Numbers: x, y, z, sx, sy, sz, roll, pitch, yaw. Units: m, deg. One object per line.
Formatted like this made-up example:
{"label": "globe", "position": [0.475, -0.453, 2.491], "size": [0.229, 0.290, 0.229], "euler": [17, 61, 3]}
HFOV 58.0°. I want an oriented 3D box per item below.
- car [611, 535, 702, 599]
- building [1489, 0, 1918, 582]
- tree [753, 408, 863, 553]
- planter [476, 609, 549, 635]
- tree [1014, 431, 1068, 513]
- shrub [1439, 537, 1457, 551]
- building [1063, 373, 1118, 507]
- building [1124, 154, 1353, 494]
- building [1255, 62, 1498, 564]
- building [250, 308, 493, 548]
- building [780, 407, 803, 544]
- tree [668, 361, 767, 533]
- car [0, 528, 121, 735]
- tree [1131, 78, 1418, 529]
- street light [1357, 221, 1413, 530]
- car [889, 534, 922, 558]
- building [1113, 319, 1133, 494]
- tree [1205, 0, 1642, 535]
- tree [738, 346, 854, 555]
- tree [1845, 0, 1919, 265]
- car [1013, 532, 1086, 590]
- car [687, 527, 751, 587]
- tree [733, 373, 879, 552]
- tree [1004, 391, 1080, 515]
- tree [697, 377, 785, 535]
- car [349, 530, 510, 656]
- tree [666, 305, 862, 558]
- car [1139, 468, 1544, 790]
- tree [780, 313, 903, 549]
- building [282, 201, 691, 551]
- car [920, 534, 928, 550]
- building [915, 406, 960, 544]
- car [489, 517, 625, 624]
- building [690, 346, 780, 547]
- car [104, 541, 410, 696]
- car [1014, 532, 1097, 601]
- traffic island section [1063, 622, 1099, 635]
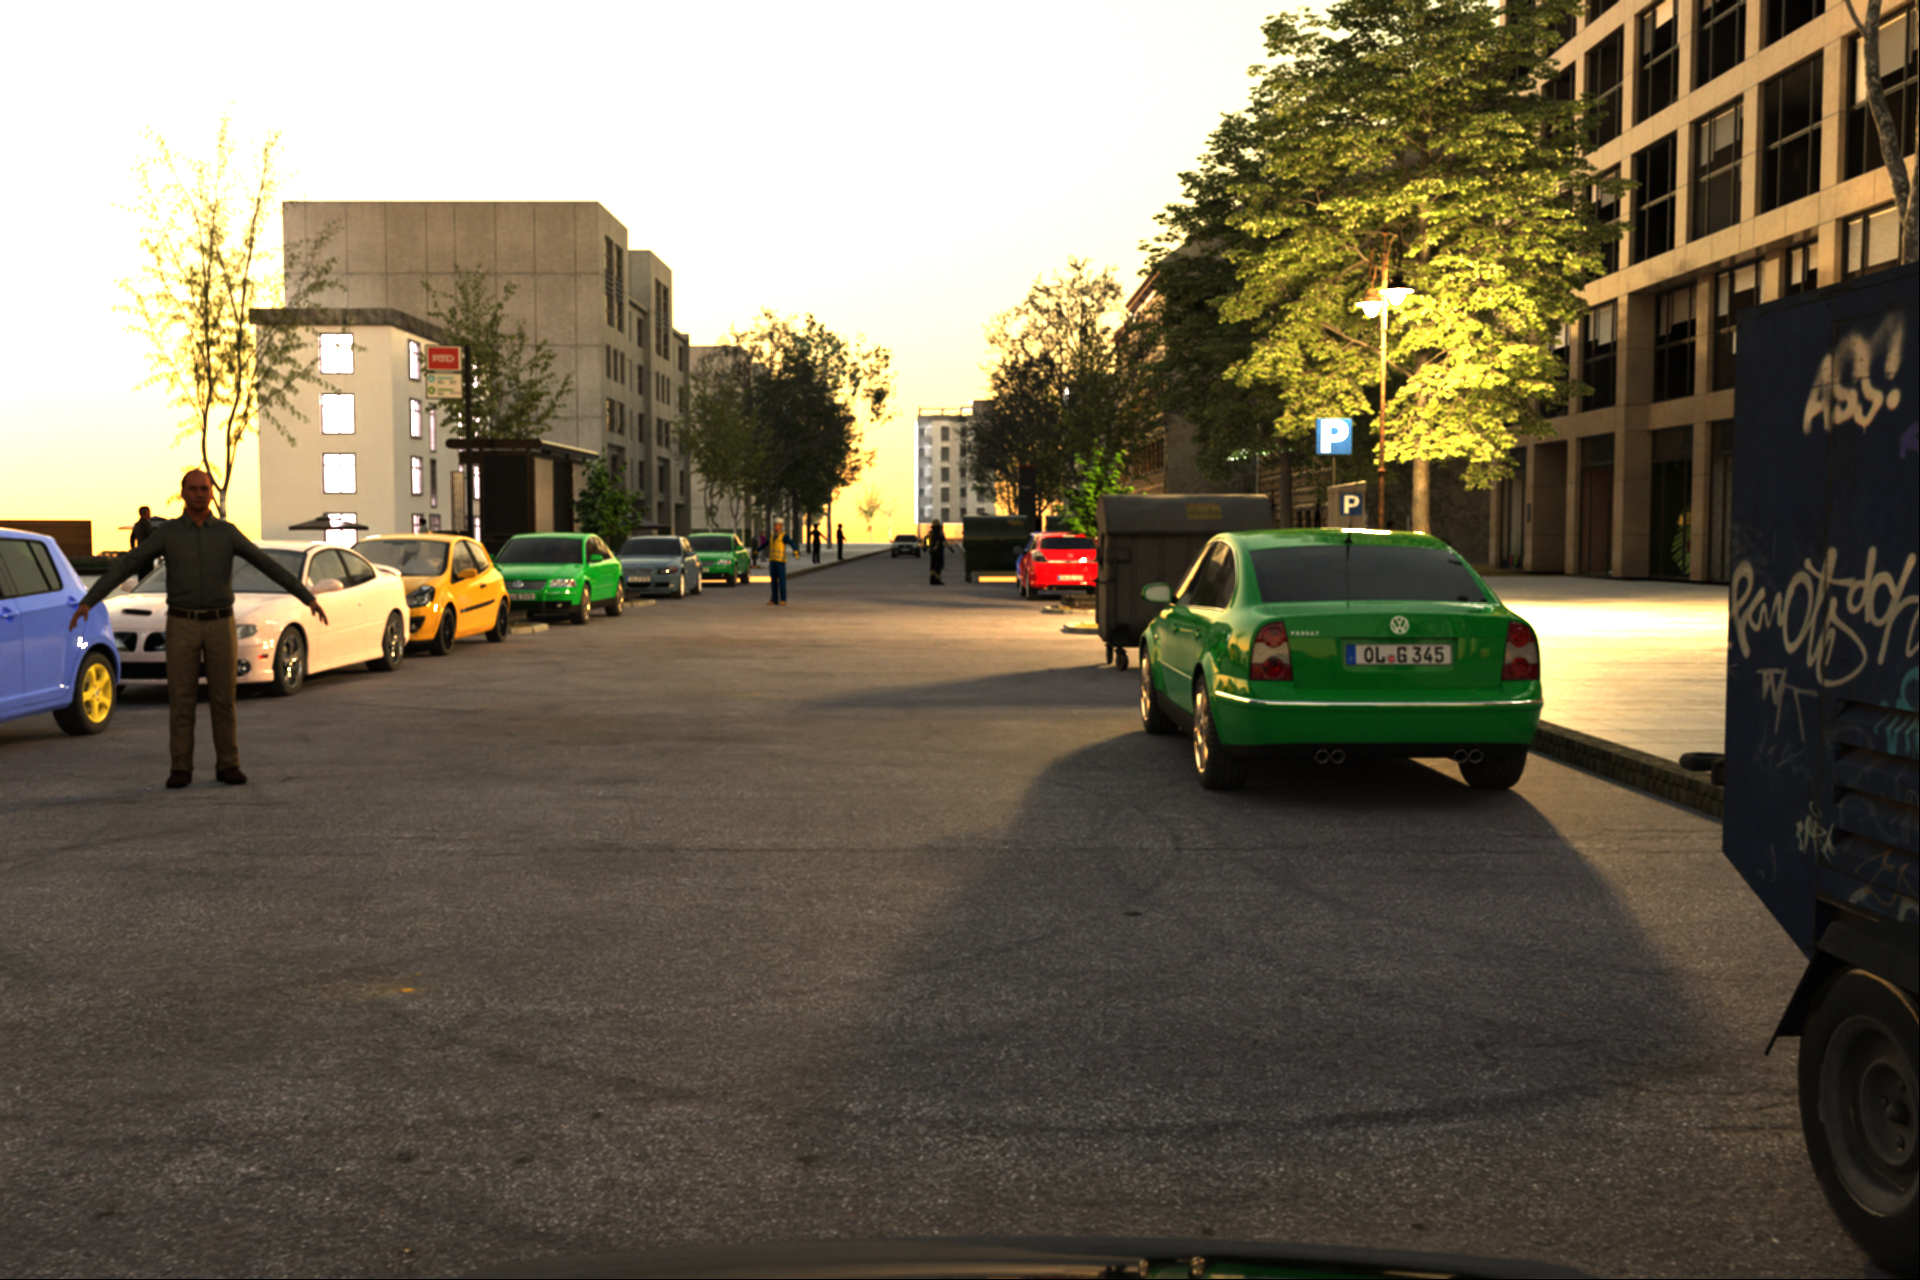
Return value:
{"label": "car", "position": [-7.028, -1.707, 39.918], "size": [2.014, 1.417, 4.499], "euler": [0, 4, 0]}
{"label": "building", "position": [27.722, -14.572, 41.461], "size": [19.350, 26.588, 34.151], "euler": [0, 4, 0]}
{"label": "tree", "position": [-10.142, -11.010, 114.432], "size": [8.767, 10.594, 7.601], "euler": [1, 4, 15]}
{"label": "planter", "position": [-7.168, -0.267, 25.511], "size": [1.991, 0.319, 1.994], "euler": [0, 4, 0]}
{"label": "tree", "position": [5.115, -10.071, 115.022], "size": [4.737, 8.622, 4.395], "euler": [0, 3, 0]}
{"label": "shrub", "position": [16.148, -2.867, 57.993], "size": [1.383, 1.207, 1.383], "euler": [0, 3, 0]}
{"label": "building", "position": [21.306, -20.341, 199.029], "size": [16.747, 18.905, 31.486], "euler": [0, 4, -1]}
{"label": "building", "position": [20.657, -16.794, 105.510], "size": [19.493, 23.208, 18.063], "euler": [0, 4, -1]}
{"label": "building", "position": [25.010, -15.332, 81.609], "size": [19.493, 23.208, 18.063], "euler": [0, 4, -1]}
{"label": "building", "position": [-25.659, -8.342, 78.533], "size": [9.099, 9.664, 28.070], "euler": [0, 4, 0]}
{"label": "building", "position": [-29.415, -21.298, 214.677], "size": [16.747, 18.905, 31.486], "euler": [0, 4, 0]}
{"label": "tree", "position": [-10.551, -7.605, 74.696], "size": [4.737, 8.622, 4.395], "euler": [0, 3, 0]}
{"label": "car", "position": [-6.990, -0.093, 11.104], "size": [1.945, 1.707, 3.694], "euler": [0, 4, -1]}
{"label": "tree", "position": [7.930, -7.706, 44.128], "size": [7.486, 12.596, 7.792], "euler": [0, 3, 0]}
{"label": "street light", "position": [6.345, -3.256, 26.021], "size": [0.468, 5.910, 1.993], "euler": [0, 4, -1]}
{"label": "car", "position": [-3.293, -5.876, 105.852], "size": [2.009, 1.686, 4.222], "euler": [0, 3, 0]}
{"label": "building", "position": [21.473, -18.001, 125.239], "size": [19.493, 23.208, 18.063], "euler": [0, 4, 0]}
{"label": "tree", "position": [8.421, -6.954, 31.824], "size": [7.486, 12.596, 7.792], "euler": [0, 3, 0]}
{"label": "tree", "position": [-10.081, -11.415, 104.760], "size": [7.486, 12.596, 7.792], "euler": [0, 3, 0]}
{"label": "tree", "position": [10.014, -9.718, 14.784], "size": [12.611, 20.169, 13.585], "euler": [0, 3, 0]}
{"label": "car", "position": [2.383, -2.205, 45.638], "size": [1.945, 1.707, 3.694], "euler": [0, 4, -2]}
{"label": "car", "position": [-6.959, -2.428, 48.488], "size": [1.959, 1.807, 4.718], "euler": [0, 4, 0]}
{"label": "tree", "position": [-10.999, -13.156, 125.477], "size": [12.009, 13.543, 11.850], "euler": [0, 3, 0]}
{"label": "tree", "position": [4.540, -8.305, 86.155], "size": [4.737, 8.622, 4.395], "euler": [0, 3, 0]}
{"label": "tree", "position": [-10.452, -7.994, 81.068], "size": [4.737, 8.622, 4.395], "euler": [0, 3, 0]}
{"label": "car", "position": [-6.884, -0.696, 21.611], "size": [2.015, 1.641, 3.980], "euler": [0, 4, -1]}
{"label": "tree", "position": [-10.153, -11.115, 92.106], "size": [12.009, 13.543, 11.850], "euler": [0, 3, 0]}
{"label": "car", "position": [2.216, -0.140, 11.078], "size": [1.959, 1.807, 4.718], "euler": [0, 4, -1]}
{"label": "tree", "position": [-10.948, -17.811, 147.092], "size": [12.611, 20.169, 13.585], "euler": [0, 3, 0]}
{"label": "building", "position": [-27.587, -14.773, 107.995], "size": [16.747, 18.905, 31.486], "euler": [0, 4, 0]}
{"label": "car", "position": [-2.539, -8.817, 154.380], "size": [2.015, 1.641, 3.980], "euler": [0, 4, 0]}
{"label": "building", "position": [-6.054, -23.785, 247.767], "size": [11.380, 20.090, 16.016], "euler": [0, 4, -1]}
{"label": "car", "position": [-6.800, -1.227, 28.865], "size": [1.959, 1.807, 4.718], "euler": [0, 4, 0]}
{"label": "building", "position": [-28.712, -19.083, 178.457], "size": [16.747, 18.905, 31.486], "euler": [0, 4, 1]}
{"label": "car", "position": [-6.826, -0.271, 16.795], "size": [2.083, 1.381, 4.827], "euler": [0, 3, 0]}
{"label": "car", "position": [2.299, -1.819, 38.778], "size": [2.155, 1.783, 4.494], "euler": [0, 4, -1]}
{"label": "traffic island section", "position": [2.545, -0.166, 25.575], "size": [1.991, 0.108, 1.994], "euler": [0, 4, -1]}
